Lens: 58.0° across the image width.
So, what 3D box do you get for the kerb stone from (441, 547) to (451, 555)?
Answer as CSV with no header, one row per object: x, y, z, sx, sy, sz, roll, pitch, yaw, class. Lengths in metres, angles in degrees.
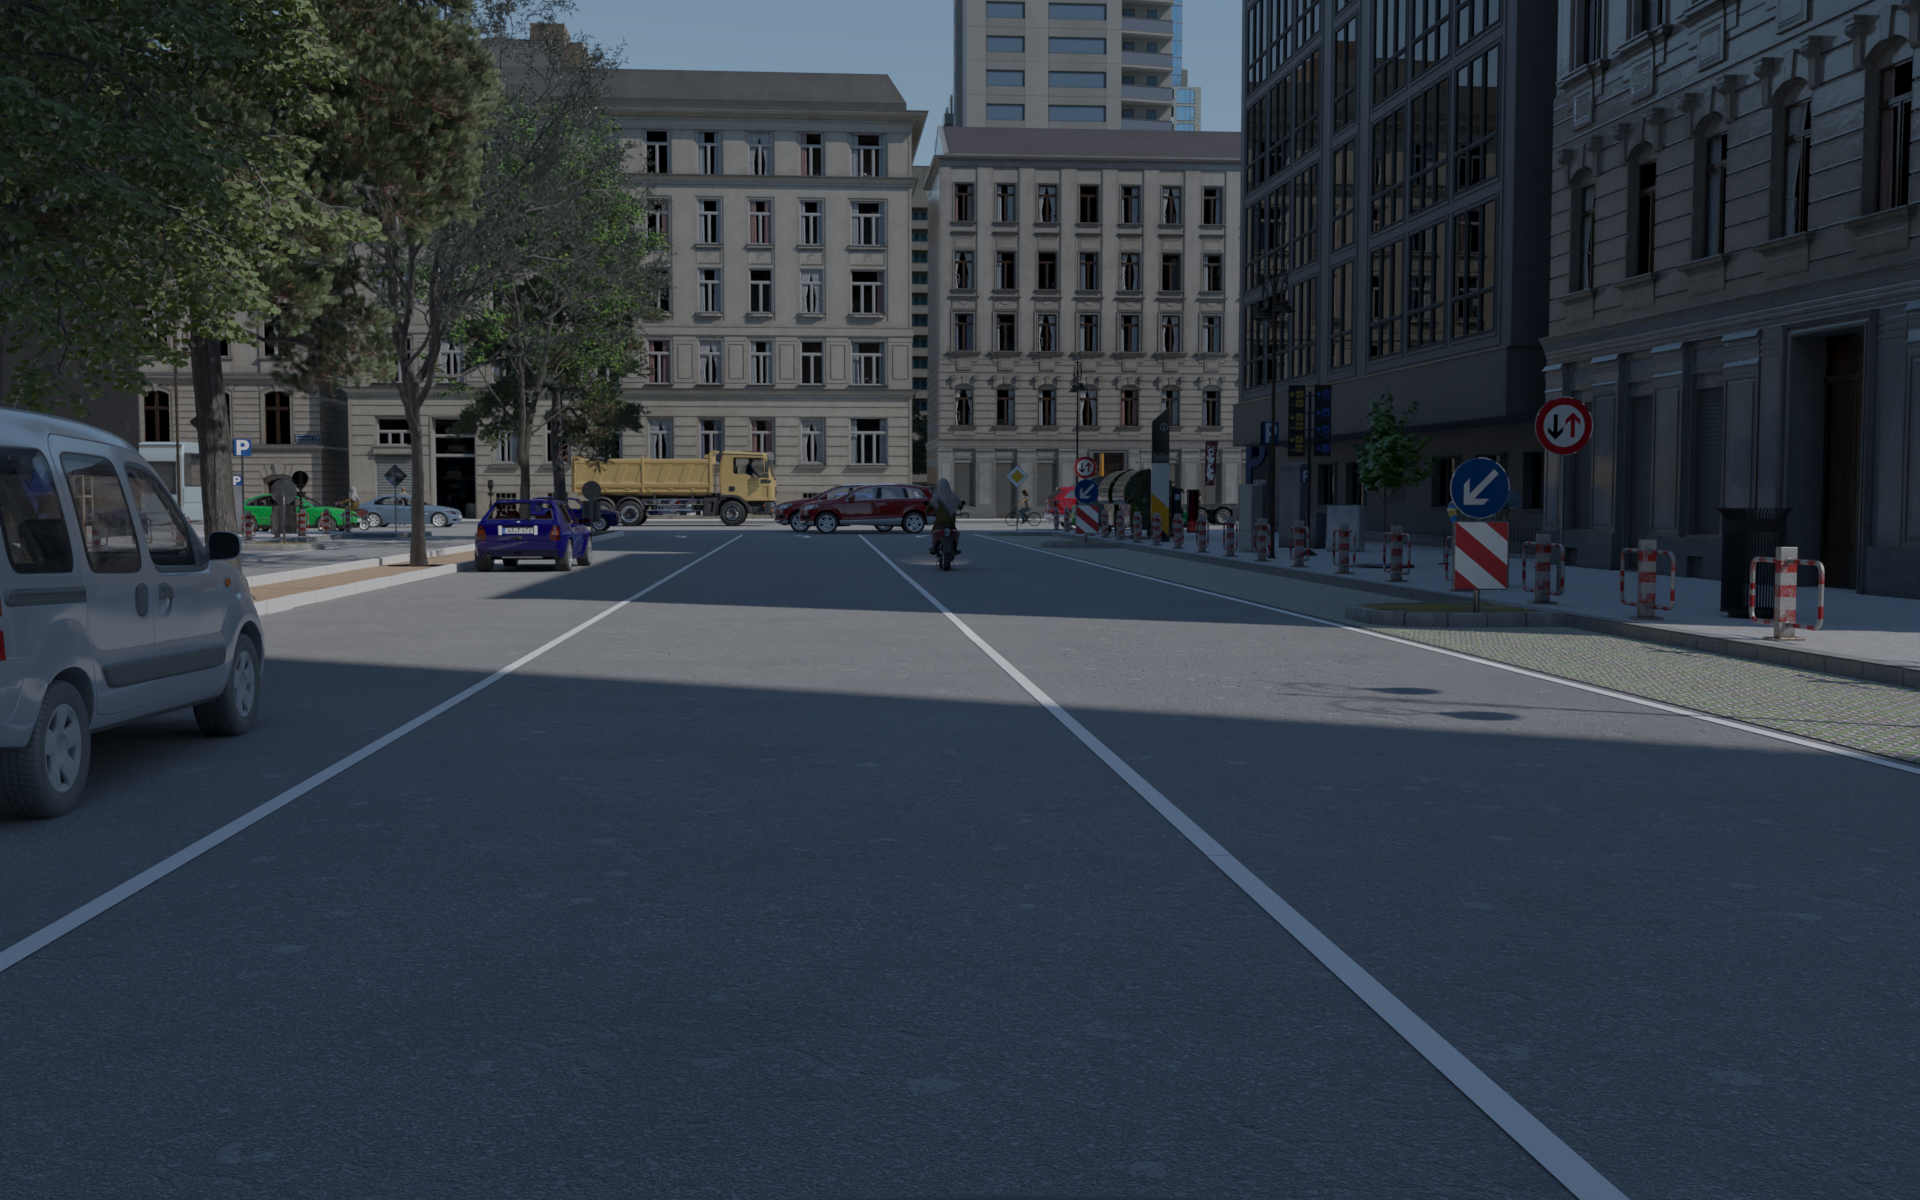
-12.109,-1.115,40.453,0.120,0.150,1.000,0,4,-5,kerb stone

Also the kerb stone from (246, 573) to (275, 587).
-10.986,-0.302,27.138,0.120,0.150,1.000,0,4,-5,kerb stone

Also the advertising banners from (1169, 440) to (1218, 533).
7.683,-3.736,57.264,2.074,3.025,0.090,3,5,45,advertising banners

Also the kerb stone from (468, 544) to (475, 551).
-12.368,-1.304,43.528,0.120,0.150,1.000,0,4,-5,kerb stone

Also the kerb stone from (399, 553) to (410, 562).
-11.770,-0.863,36.352,0.120,0.150,1.000,0,4,-5,kerb stone

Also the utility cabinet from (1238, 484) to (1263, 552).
6.482,-1.828,38.562,0.318,1.500,1.173,1,4,21,utility cabinet

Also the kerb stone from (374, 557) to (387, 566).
-11.589,-0.740,34.298,0.120,0.150,1.000,0,4,-5,kerb stone

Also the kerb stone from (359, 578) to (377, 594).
-8.721,-0.187,25.249,0.120,0.150,1.000,0,4,-5,kerb stone

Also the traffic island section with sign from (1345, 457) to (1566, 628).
5.432,-0.660,19.426,1.989,1.847,2.006,0,4,-5,traffic island section with sign

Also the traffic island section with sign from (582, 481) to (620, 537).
-12.626,-3.109,58.966,2.006,1.907,1.989,0,4,-5,traffic island section with sign

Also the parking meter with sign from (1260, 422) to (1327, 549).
7.963,-2.747,41.176,0.543,3.016,1.738,-3,4,-37,parking meter with sign

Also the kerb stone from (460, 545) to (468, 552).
-12.289,-1.242,42.506,0.120,0.150,1.000,0,4,-5,kerb stone

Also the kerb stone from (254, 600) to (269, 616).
-8.285,0.129,20.139,0.120,0.150,1.000,0,4,-5,kerb stone

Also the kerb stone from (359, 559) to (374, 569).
-11.506,-0.678,33.276,0.120,0.150,1.000,0,4,-5,kerb stone

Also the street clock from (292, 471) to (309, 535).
-20.348,-2.991,53.475,0.471,2.002,0.358,-1,4,-12,street clock

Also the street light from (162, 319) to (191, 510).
-19.735,-4.335,43.662,0.468,5.910,1.993,0,4,-5,street light

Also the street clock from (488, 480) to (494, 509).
-23.465,-5.018,86.619,0.358,2.002,0.471,0,4,-6,street clock

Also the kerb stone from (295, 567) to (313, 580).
-11.153,-0.427,29.181,0.120,0.150,1.000,0,4,-5,kerb stone

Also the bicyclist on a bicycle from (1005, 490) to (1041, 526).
2.813,-4.094,76.957,1.625,1.676,1.499,0,4,-3,bicyclist on a bicycle

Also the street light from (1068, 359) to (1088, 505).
4.020,-5.293,59.336,0.468,5.910,1.993,0,4,-5,street light

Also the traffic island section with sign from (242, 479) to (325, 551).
-17.480,-2.193,44.491,1.989,1.847,2.006,0,4,-5,traffic island section with sign

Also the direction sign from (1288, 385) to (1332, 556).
7.255,-2.691,35.995,0.876,3.537,0.379,1,4,15,direction sign

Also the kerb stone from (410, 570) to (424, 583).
-8.984,-0.374,28.315,0.120,0.150,1.000,0,4,-5,kerb stone

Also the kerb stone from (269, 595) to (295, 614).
-8.367,0.067,21.164,0.120,0.150,1.000,0,4,-5,kerb stone

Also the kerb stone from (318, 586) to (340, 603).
-8.546,-0.058,23.206,0.120,0.150,1.000,0,4,-5,kerb stone

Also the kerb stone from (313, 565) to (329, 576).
-11.247,-0.490,30.208,0.120,0.150,1.000,0,4,-5,kerb stone

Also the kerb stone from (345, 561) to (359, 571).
-11.427,-0.615,32.254,0.120,0.150,1.000,0,4,-5,kerb stone

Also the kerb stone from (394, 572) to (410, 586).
-8.892,-0.304,27.292,0.120,0.150,1.000,0,4,-5,kerb stone

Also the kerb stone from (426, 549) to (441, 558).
-12.033,-1.054,39.427,0.120,0.150,1.000,0,4,-5,kerb stone

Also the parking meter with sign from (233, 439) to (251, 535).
-23.224,-3.617,55.396,0.543,3.016,1.738,-3,5,-41,parking meter with sign

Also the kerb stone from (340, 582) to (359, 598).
-8.634,-0.121,24.227,0.120,0.150,1.000,0,4,-5,kerb stone

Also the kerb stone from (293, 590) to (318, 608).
-8.464,0.001,22.184,0.120,0.150,1.000,0,4,-5,kerb stone

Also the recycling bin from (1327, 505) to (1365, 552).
8.648,-1.604,38.782,0.722,1.027,0.722,2,4,24,recycling bin

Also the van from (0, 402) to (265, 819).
-4.932,-0.118,8.939,2.013,2.044,4.112,0,4,-6,van

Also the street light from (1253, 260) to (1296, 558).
6.221,-3.768,34.391,0.468,5.910,1.993,0,4,-5,street light

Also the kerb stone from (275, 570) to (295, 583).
-11.070,-0.365,28.160,0.120,0.150,1.000,0,4,-5,kerb stone

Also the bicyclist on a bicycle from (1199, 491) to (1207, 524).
11.474,-4.521,83.946,1.625,1.676,1.499,0,4,-3,bicyclist on a bicycle

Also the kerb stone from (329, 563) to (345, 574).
-11.331,-0.553,31.230,0.120,0.150,1.000,0,4,-5,kerb stone

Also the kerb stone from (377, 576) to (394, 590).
-8.808,-0.249,26.270,0.120,0.150,1.000,0,4,-5,kerb stone

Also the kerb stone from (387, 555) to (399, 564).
-11.674,-0.800,35.320,0.120,0.150,1.000,0,4,-5,kerb stone

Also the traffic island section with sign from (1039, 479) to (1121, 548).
3.162,-2.303,46.286,1.989,1.847,2.006,0,4,-5,traffic island section with sign

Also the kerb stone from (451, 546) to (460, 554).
-12.202,-1.179,41.476,0.120,0.150,1.000,0,4,-5,kerb stone
